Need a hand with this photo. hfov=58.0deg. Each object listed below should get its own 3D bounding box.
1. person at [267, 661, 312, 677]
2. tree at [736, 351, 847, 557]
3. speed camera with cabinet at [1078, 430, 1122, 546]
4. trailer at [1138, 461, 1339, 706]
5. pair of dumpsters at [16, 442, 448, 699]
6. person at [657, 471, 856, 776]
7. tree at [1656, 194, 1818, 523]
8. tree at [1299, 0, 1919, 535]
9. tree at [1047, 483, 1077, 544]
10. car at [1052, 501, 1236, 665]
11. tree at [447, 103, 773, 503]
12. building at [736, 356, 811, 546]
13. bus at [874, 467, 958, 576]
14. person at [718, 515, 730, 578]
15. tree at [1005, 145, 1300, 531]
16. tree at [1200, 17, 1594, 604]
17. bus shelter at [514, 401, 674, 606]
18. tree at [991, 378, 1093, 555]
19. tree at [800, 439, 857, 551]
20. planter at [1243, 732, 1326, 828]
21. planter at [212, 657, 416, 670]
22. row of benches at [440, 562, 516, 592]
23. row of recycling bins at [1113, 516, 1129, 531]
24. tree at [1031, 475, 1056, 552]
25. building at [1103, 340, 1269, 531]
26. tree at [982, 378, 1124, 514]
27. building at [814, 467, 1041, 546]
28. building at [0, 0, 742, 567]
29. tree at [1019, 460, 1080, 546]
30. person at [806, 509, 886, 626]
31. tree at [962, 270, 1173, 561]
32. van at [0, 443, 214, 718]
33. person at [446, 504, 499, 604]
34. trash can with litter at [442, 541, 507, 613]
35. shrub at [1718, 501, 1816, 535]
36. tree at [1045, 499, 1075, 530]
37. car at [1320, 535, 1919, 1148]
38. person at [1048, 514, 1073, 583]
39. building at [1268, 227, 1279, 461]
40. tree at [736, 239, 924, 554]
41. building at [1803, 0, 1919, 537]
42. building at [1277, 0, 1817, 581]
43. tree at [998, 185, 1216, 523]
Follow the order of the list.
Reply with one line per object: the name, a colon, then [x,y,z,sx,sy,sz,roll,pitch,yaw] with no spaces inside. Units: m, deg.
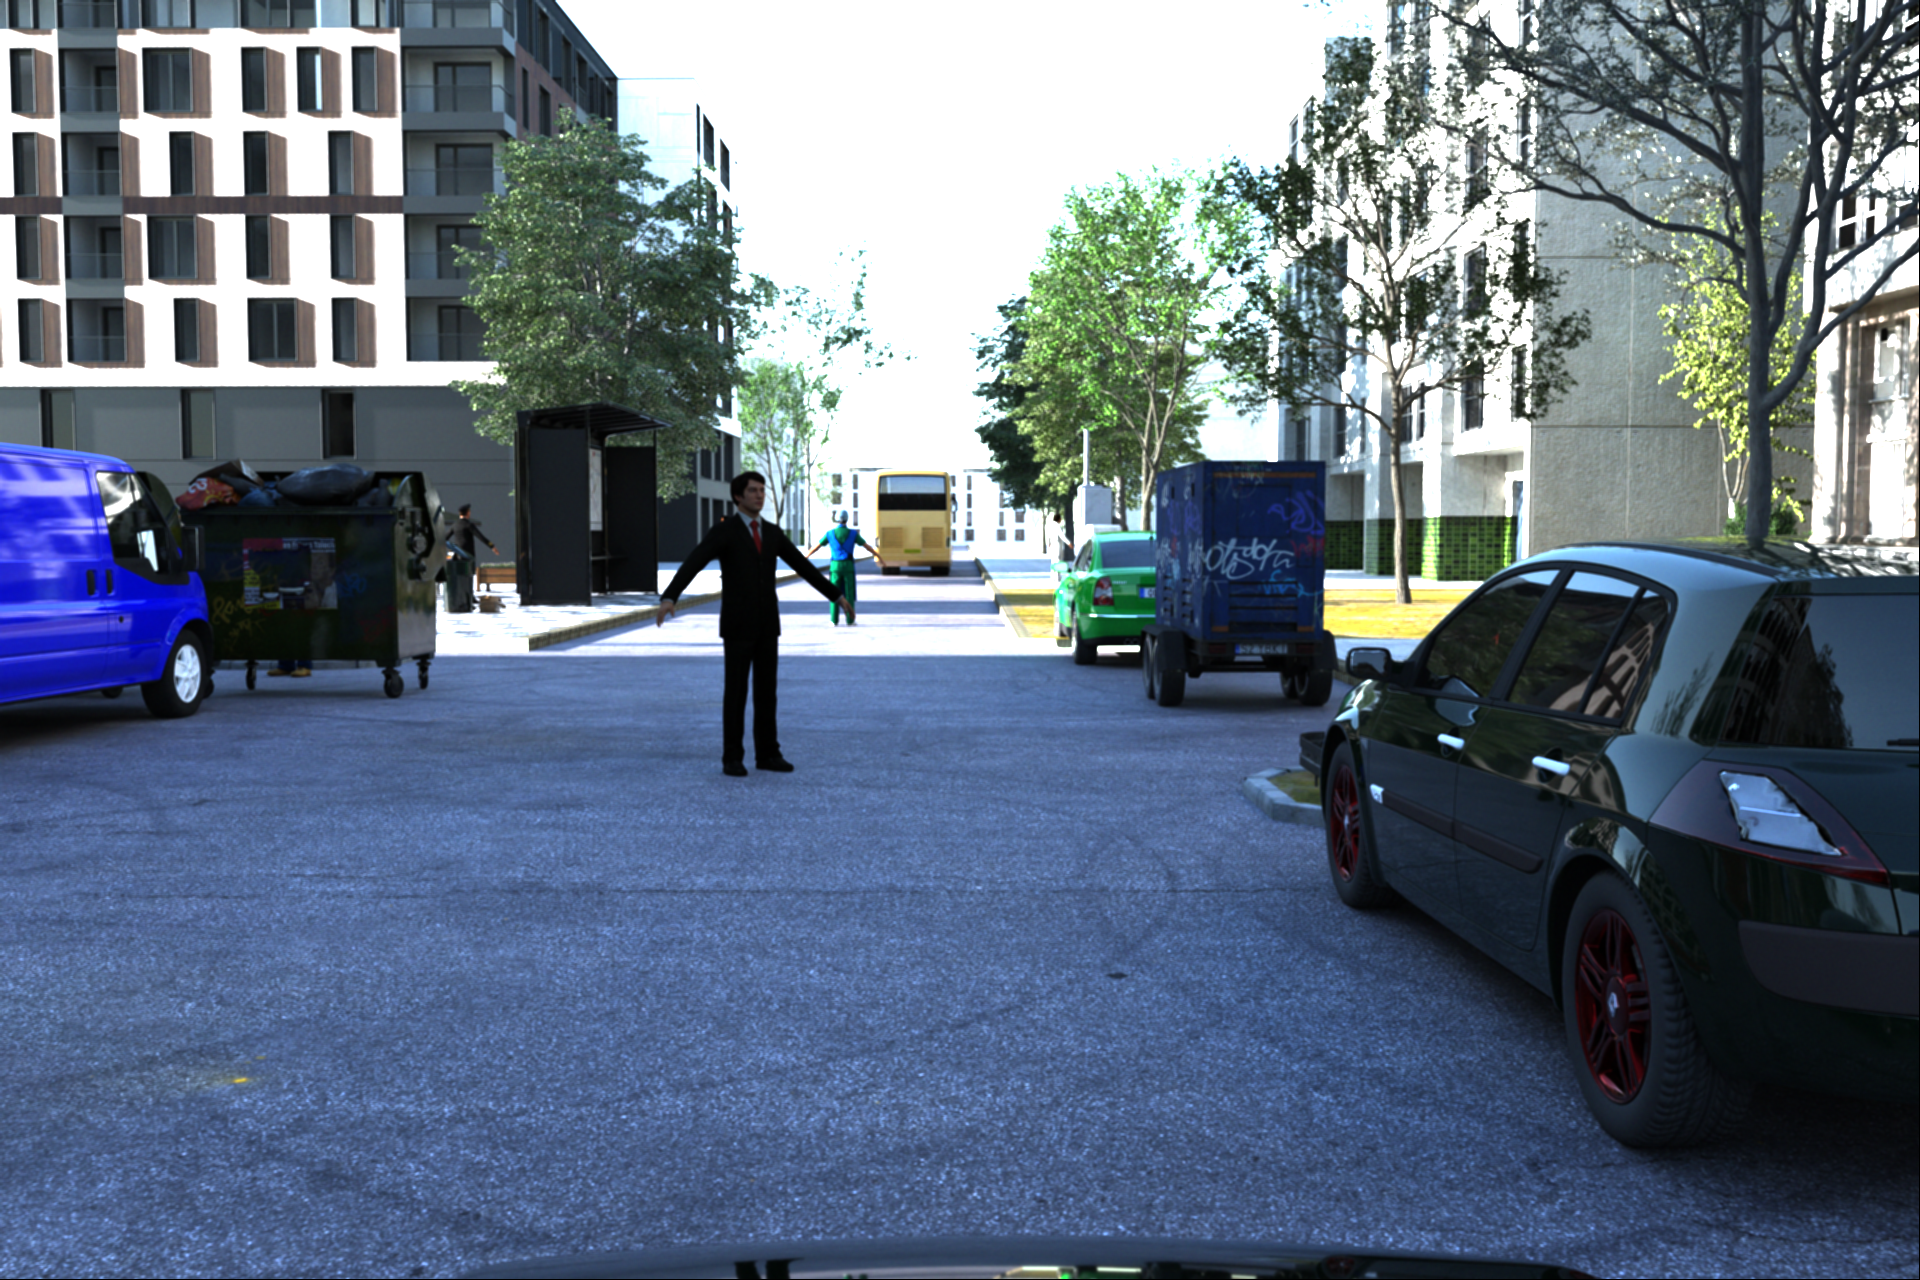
person: [-6.758,-0.553,17.464,1.349,1.833,0.705,2,4,26]
tree: [-10.177,-10.494,97.331,9.928,11.665,9.643,0,3,0]
speed camera with cabinet: [2.613,-2.316,32.204,0.660,3.252,2.038,0,4,-2]
trailer: [2.323,-0.515,15.463,1.471,1.999,3.904,0,4,-1]
pair of dumpsters: [-6.980,-0.643,15.465,4.436,2.255,1.574,0,4,0]
person: [-1.244,-0.108,10.405,1.347,1.806,0.705,-3,4,-37]
tree: [16.588,-5.279,36.680,4.737,8.622,4.395,0,3,0]
tree: [8.453,-6.569,17.773,12.009,13.543,11.850,0,3,0]
tree: [12.558,-16.105,213.678,4.737,8.622,4.395,0,3,0]
car: [2.106,-0.710,20.408,1.959,1.807,4.718,0,4,-1]
tree: [-10.449,-8.872,51.705,9.857,13.997,8.962,0,3,0]
building: [-25.932,-19.681,188.247,16.747,18.905,31.486,0,3,0]
bus: [-1.543,-4.353,62.714,2.896,3.916,12.252,0,4,0]
person: [-6.882,-2.720,50.608,0.704,1.843,1.345,-2,4,-35]
tree: [5.171,-7.374,46.324,9.928,11.665,9.643,0,3,0]
tree: [7.881,-5.956,31.801,7.601,10.594,8.767,1,4,18]
bus shelter: [-7.003,-2.599,33.784,1.731,3.624,6.357,0,4,1]
tree: [5.430,-11.209,109.024,9.928,11.665,9.643,0,3,0]
tree: [-10.266,-10.862,127.957,4.360,8.622,3.978,0,3,0]
planter: [2.557,0.732,9.175,1.991,0.319,1.994,0,4,-1]
planter: [-7.159,0.114,19.270,1.991,0.319,1.994,0,4,1]
row of benches: [-10.204,-1.408,38.487,4.104,0.672,1.422,0,4,7]
row of recycling bins: [3.262,-2.000,39.816,1.069,1.692,3.534,0,4,1]
tree: [5.452,-10.537,122.639,4.737,8.622,4.395,0,3,0]
building: [22.318,-18.333,166.203,16.747,18.905,31.486,0,4,0]
tree: [4.971,-9.579,91.028,8.767,10.594,7.601,1,4,16]
building: [-3.804,-16.597,215.966,28.070,9.664,9.099,0,4,0]
building: [-25.836,-14.187,75.928,27.936,21.610,32.646,0,4,1]
tree: [5.385,-9.179,100.439,4.737,8.622,4.395,0,3,0]
person: [-1.830,-1.130,27.057,1.347,1.817,0.704,0,4,3]
tree: [5.034,-10.665,81.023,9.857,13.997,8.962,0,3,0]
van: [-6.958,-0.452,11.780,2.240,2.365,5.245,0,4,0]
person: [-9.105,-1.590,31.931,1.347,1.837,0.705,2,4,24]
trash can with litter: [-7.969,-1.038,28.352,1.055,1.170,0.624,0,4,0]
shrub: [13.929,-1.570,30.092,1.690,2.028,1.600,0,3,0]
tree: [13.295,-16.407,218.613,4.360,8.622,3.978,0,3,0]
car: [2.343,0.265,5.456,2.009,1.686,4.222,0,4,-1]
person: [2.599,-2.422,45.787,0.705,1.806,1.347,-2,4,-23]
building: [23.344,-14.957,100.969,16.016,20.090,11.380,0,4,1]
tree: [-8.259,-15.546,110.060,12.611,20.169,13.585,0,3,0]
building: [25.513,-12.561,12.977,19.016,26.051,41.698,0,4,0]
building: [21.302,-11.512,54.673,16.747,18.905,31.486,0,3,0]
tree: [4.945,-8.487,56.897,7.486,12.596,7.792,0,3,0]
